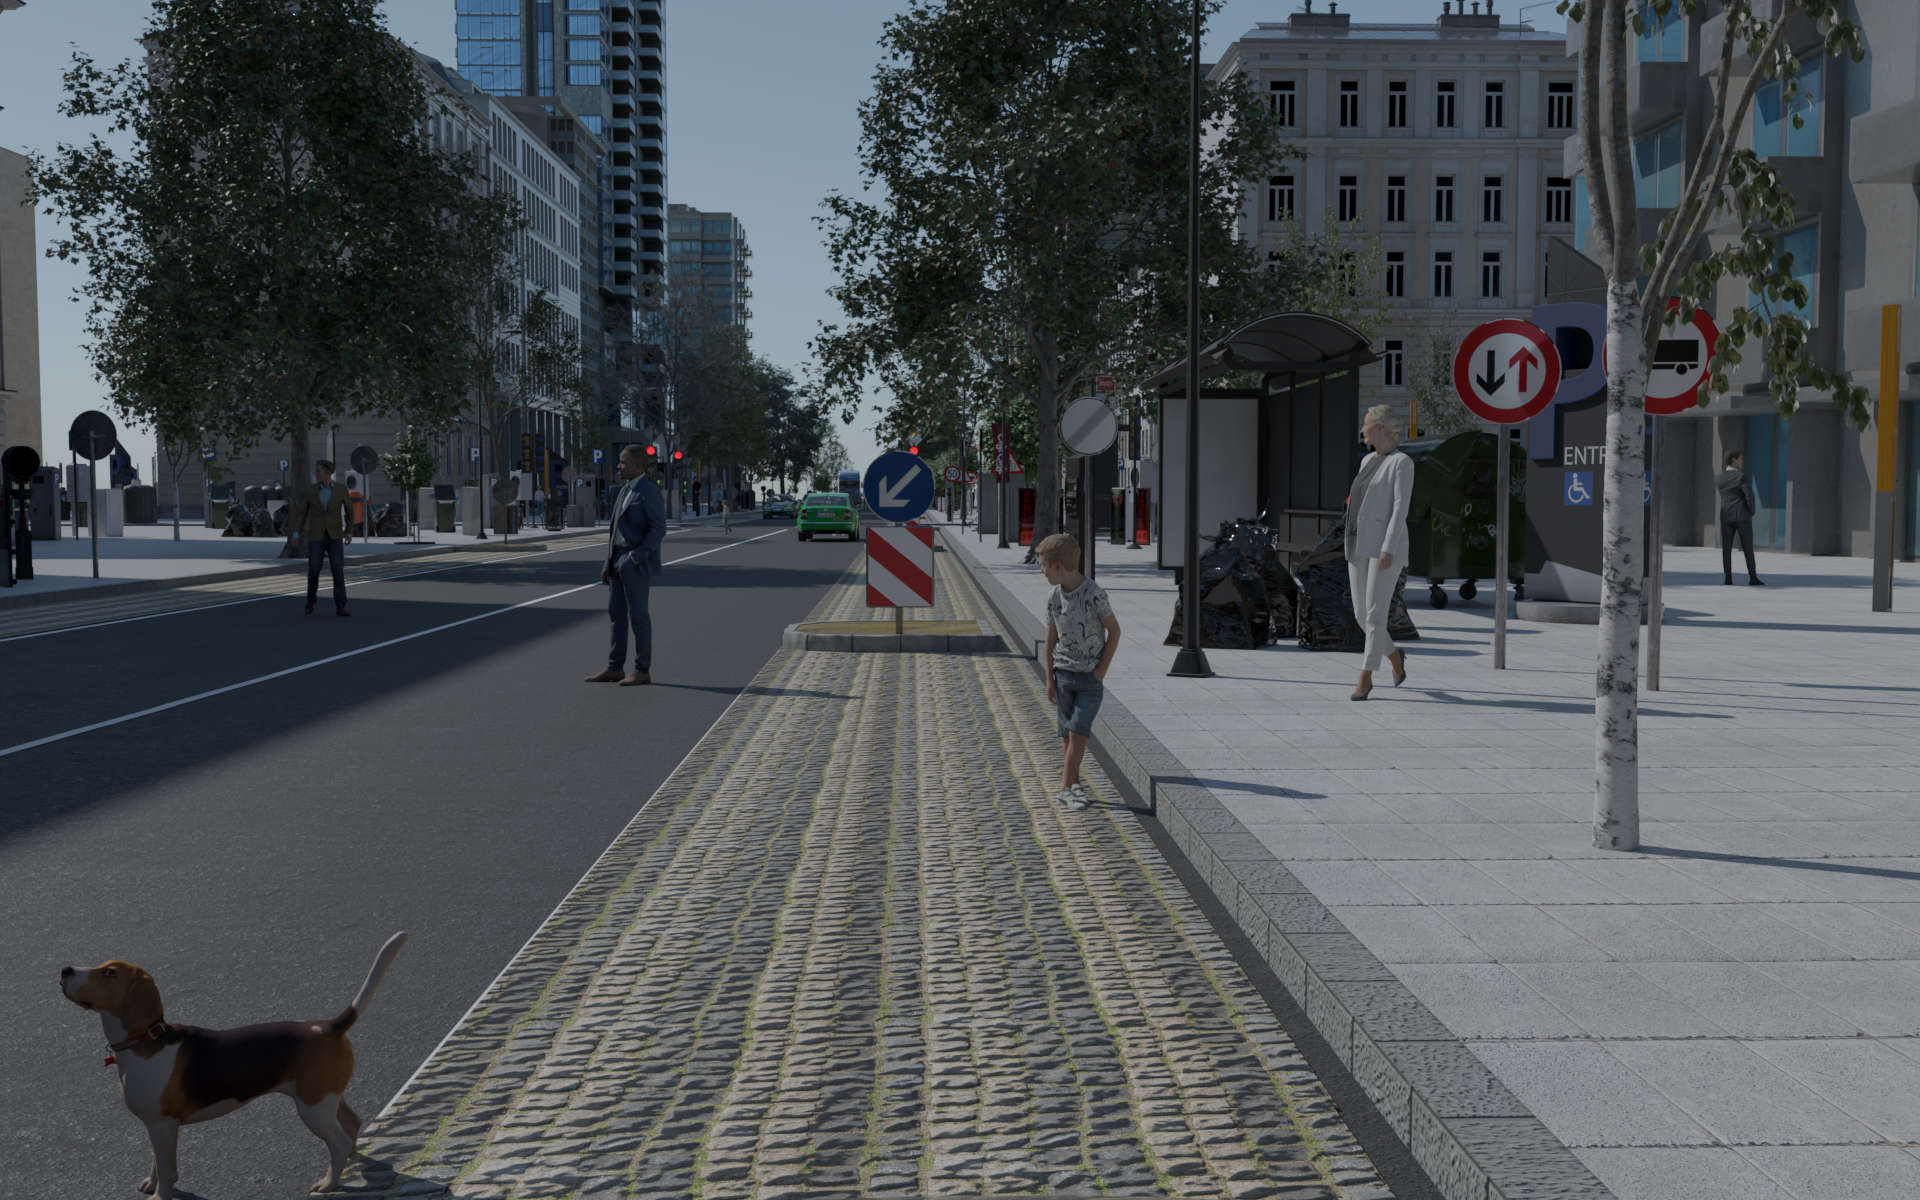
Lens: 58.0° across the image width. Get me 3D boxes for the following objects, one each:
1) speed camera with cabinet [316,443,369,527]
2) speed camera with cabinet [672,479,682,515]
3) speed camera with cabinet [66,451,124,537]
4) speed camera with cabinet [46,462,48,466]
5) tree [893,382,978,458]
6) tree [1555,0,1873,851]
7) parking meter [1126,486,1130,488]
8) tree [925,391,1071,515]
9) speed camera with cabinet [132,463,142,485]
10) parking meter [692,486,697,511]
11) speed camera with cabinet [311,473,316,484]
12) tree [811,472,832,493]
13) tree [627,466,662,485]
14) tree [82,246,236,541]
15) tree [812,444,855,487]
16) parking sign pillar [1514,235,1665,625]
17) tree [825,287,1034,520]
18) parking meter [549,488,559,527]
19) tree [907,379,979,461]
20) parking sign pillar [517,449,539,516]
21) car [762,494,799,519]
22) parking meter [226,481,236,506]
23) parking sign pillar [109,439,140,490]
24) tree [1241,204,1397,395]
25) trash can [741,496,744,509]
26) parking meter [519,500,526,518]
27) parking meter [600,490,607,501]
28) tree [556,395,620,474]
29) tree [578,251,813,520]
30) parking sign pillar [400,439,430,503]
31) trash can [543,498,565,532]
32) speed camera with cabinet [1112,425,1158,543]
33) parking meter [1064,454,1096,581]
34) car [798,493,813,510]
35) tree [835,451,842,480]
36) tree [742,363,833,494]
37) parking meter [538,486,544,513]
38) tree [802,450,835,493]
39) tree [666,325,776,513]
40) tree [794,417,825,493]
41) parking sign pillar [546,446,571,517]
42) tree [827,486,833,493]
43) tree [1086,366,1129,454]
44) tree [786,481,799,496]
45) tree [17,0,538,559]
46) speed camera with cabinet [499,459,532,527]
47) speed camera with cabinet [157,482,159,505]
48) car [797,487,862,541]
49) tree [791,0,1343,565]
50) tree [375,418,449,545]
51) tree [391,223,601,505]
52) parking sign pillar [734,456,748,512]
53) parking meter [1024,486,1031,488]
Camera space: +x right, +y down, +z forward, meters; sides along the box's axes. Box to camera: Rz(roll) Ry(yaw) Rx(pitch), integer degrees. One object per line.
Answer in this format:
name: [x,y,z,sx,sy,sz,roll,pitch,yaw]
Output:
speed camera with cabinet: [-23.755,-4.433,66.821,2.038,3.252,0.660,2,4,29]
speed camera with cabinet: [-17.034,-6.724,104.274,0.660,3.252,2.038,-1,4,-10]
speed camera with cabinet: [-26.214,-3.554,52.437,2.038,3.252,0.660,2,4,32]
speed camera with cabinet: [-55.703,-6.899,107.134,2.038,3.252,0.660,-2,4,-35]
tree: [-2.636,-17.093,186.126,9.857,13.997,8.962,0,3,0]
tree: [2.596,-3.398,5.925,4.360,8.622,3.978,0,3,0]
parking meter: [12.283,-7.376,126.309,0.255,1.863,0.399,-1,4,-21]
tree: [1.848,-4.016,49.369,4.285,4.588,4.351,0,3,0]
speed camera with cabinet: [-53.455,-7.183,111.780,0.660,3.252,2.038,-3,5,-43]
parking meter: [-19.679,-7.522,128.695,0.255,1.863,0.399,3,5,41]
speed camera with cabinet: [-28.440,-5.096,77.660,2.038,3.252,0.660,1,4,10]
tree: [-20.007,-16.279,249.877,4.285,4.588,4.351,0,3,0]
tree: [-14.314,-5.160,78.973,1.663,3.219,1.824,0,3,0]
tree: [-21.308,-5.898,46.796,4.737,8.622,4.395,0,3,0]
tree: [-21.795,-22.262,298.397,8.767,10.594,7.601,1,4,13]
parking sign pillar: [6.412,-1.779,17.567,1.447,3.967,1.447,-2,4,-32]
tree: [0.186,-9.854,86.862,9.928,11.665,9.643,0,3,0]
parking meter: [-15.986,-3.656,68.180,0.372,1.533,0.369,0,3,0]
tree: [-1.879,-15.152,165.857,7.486,12.596,7.792,0,3,0]
parking sign pillar: [-25.629,-6.982,102.620,1.447,3.967,1.447,2,4,35]
car: [-10.450,-5.471,101.256,2.131,1.459,4.920,0,4,0]
parking meter: [-32.576,-4.382,77.364,0.399,1.863,0.255,-1,4,-9]
parking sign pillar: [-40.838,-5.860,84.290,1.447,3.967,1.447,3,4,37]
tree: [8.964,-5.687,43.341,4.737,8.622,4.395,0,3,0]
trash can: [-18.422,-8.159,145.047,0.748,1.137,0.748,0,3,0]
parking meter: [-23.914,-5.280,94.742,0.372,1.533,0.369,0,3,0]
parking meter: [-27.318,-7.571,132.191,0.372,1.533,0.369,0,3,0]
tree: [-26.402,-10.583,123.393,4.737,8.622,4.395,0,3,0]
tree: [-14.636,-10.832,87.480,12.009,13.543,11.850,0,3,0]
parking sign pillar: [-25.615,-5.684,81.404,1.447,3.967,1.447,0,4,6]
trash can: [-13.953,-2.928,59.533,0.748,1.137,0.748,0,3,0]
speed camera with cabinet: [4.637,-3.163,46.059,0.660,3.252,2.038,-1,4,-16]
parking meter: [1.629,-1.088,23.503,0.399,1.863,0.255,-3,5,-43]
car: [-9.699,-6.480,114.989,2.155,1.783,4.494,0,4,-2]
tree: [-20.597,-19.977,276.993,4.360,8.622,3.978,0,3,0]
tree: [-17.155,-15.932,167.151,9.857,13.997,8.962,0,3,0]
parking meter: [-28.687,-6.898,118.494,0.255,1.863,0.399,-3,5,-39]
tree: [-18.793,-16.237,215.844,4.360,8.622,3.978,0,3,0]
tree: [-15.947,-12.108,116.085,7.486,12.596,7.792,0,3,0]
tree: [-18.909,-18.338,225.573,9.928,11.665,9.643,0,3,0]
parking sign pillar: [-22.743,-6.704,98.078,1.447,3.967,1.447,-2,4,-28]
tree: [-20.427,-16.637,266.622,1.663,3.219,1.824,0,3,0]
tree: [7.373,-8.825,94.658,4.737,8.622,4.395,0,3,0]
tree: [-18.672,-12.338,196.319,1.663,3.219,1.824,0,3,0]
tree: [-13.367,-7.199,34.717,9.611,12.733,9.660,0,3,0]
speed camera with cabinet: [-17.594,-4.489,67.736,2.038,3.252,0.660,3,4,39]
speed camera with cabinet: [-59.772,-8.351,130.872,2.038,3.252,0.660,0,4,2]
car: [-4.050,-2.759,53.911,1.959,1.807,4.718,0,4,-1]
tree: [1.701,-7.009,31.602,9.611,12.733,9.660,0,3,0]
tree: [-14.149,-3.045,44.381,1.663,3.219,1.824,0,3,0]
tree: [-15.203,-7.483,56.760,7.601,10.594,8.767,2,4,27]
parking sign pillar: [-15.870,-8.264,123.586,1.447,3.967,1.447,0,4,-5]
parking meter: [2.142,-2.733,53.096,0.372,1.533,0.369,0,3,0]
